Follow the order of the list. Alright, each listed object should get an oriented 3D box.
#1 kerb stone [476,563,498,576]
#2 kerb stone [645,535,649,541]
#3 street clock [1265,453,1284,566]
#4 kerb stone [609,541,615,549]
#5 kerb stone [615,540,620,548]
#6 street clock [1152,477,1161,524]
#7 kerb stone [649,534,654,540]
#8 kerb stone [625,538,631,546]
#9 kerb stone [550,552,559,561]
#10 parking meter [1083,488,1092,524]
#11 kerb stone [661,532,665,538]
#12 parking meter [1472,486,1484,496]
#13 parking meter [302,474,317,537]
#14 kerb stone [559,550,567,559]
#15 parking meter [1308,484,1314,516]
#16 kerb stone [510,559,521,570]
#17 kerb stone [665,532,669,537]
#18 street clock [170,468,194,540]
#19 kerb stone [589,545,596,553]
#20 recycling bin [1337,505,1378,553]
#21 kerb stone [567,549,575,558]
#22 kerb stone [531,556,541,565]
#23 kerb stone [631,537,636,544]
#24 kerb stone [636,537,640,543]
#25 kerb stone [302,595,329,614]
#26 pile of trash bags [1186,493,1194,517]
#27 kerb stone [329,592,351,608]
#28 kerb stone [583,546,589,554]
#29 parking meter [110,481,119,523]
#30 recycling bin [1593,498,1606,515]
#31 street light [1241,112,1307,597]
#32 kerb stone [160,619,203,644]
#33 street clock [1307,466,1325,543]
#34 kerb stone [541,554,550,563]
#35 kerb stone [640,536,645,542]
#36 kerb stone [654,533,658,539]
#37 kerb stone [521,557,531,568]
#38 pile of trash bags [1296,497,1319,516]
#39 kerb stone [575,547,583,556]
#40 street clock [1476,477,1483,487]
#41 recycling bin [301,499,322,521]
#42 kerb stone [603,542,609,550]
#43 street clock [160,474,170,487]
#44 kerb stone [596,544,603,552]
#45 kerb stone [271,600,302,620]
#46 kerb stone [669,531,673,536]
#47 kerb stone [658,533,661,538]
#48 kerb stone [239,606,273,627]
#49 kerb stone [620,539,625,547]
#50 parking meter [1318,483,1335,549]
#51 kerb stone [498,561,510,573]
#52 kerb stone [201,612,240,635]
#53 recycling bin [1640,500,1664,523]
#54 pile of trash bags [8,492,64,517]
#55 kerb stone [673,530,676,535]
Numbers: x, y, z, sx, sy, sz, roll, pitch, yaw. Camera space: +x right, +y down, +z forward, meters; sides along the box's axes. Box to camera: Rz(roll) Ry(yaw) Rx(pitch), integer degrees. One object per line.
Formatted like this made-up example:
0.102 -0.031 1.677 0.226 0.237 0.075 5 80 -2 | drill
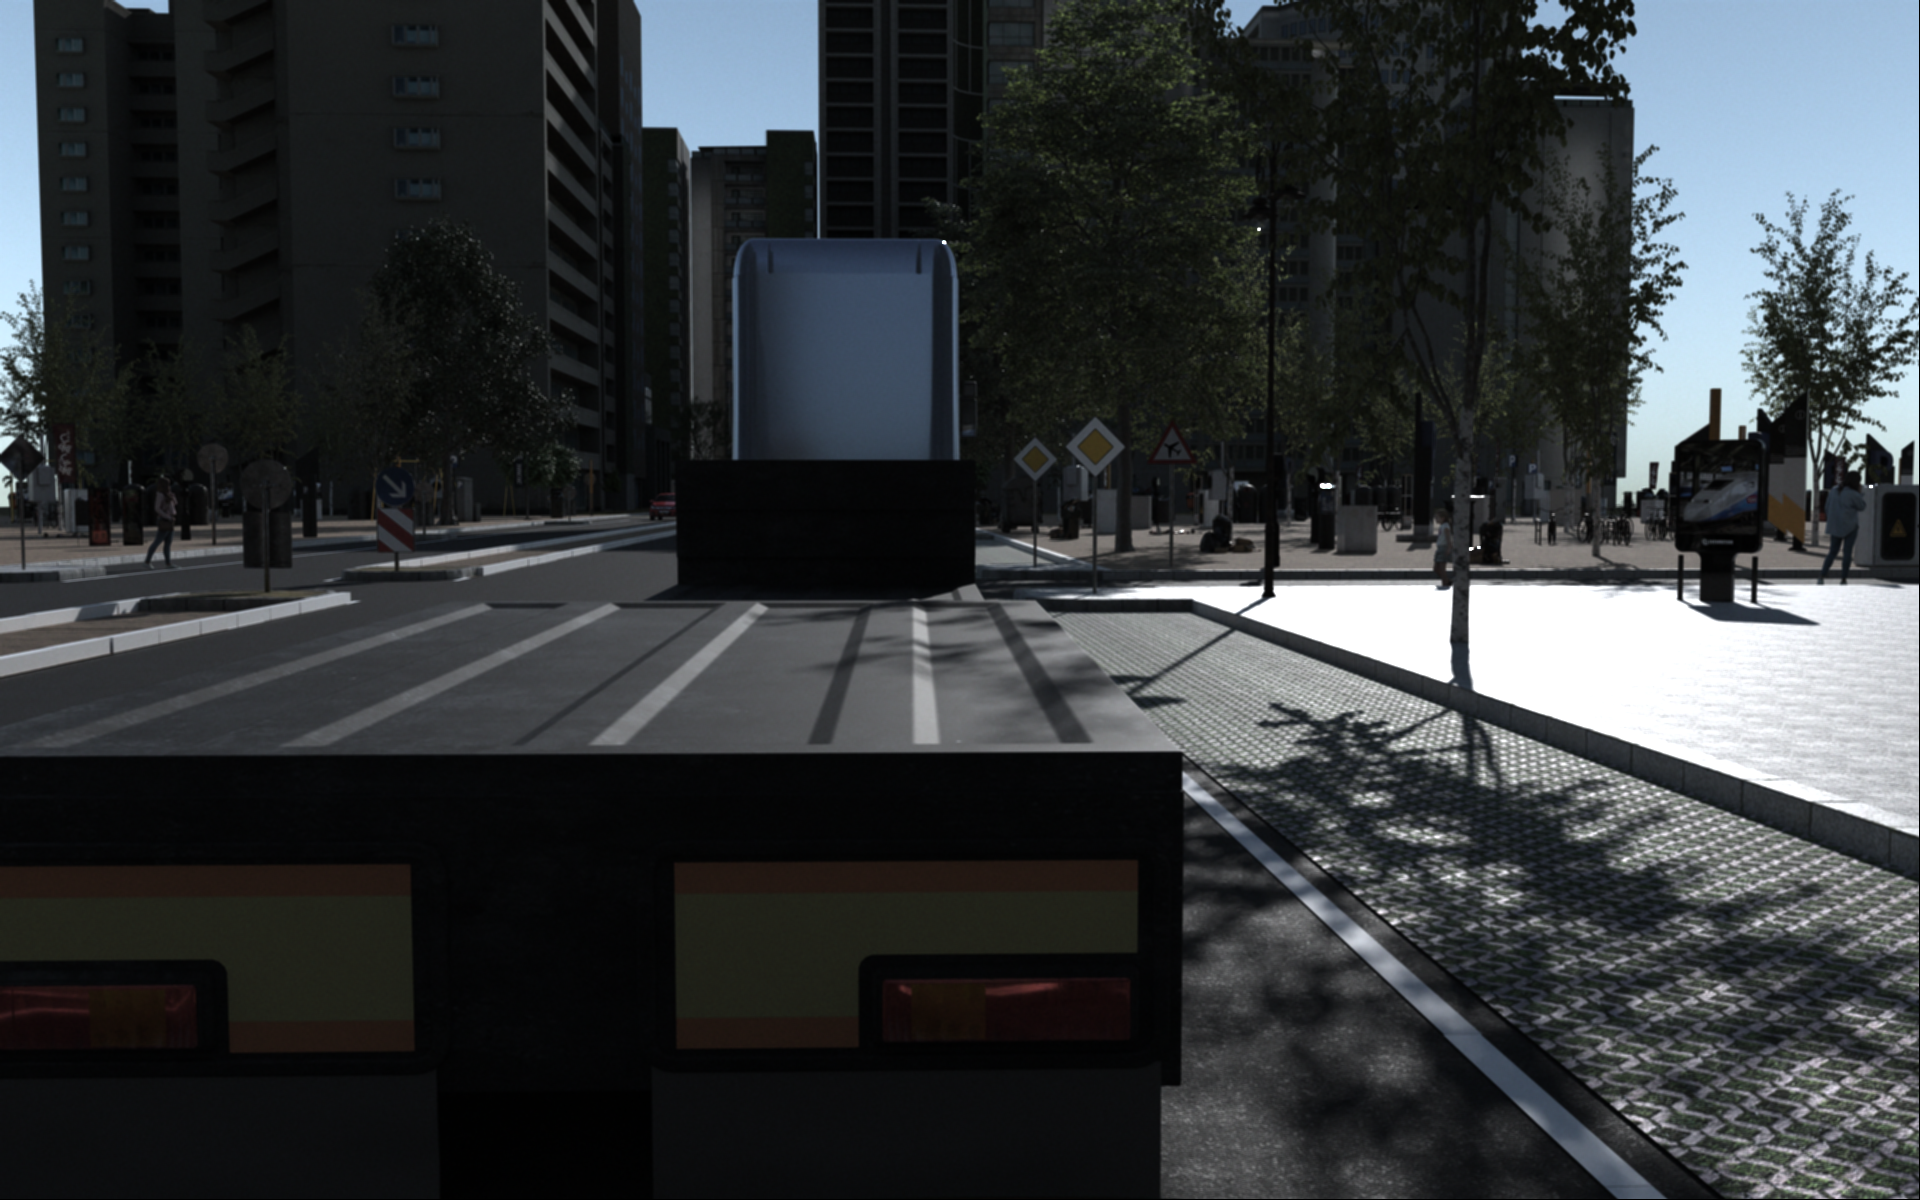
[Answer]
-8.447 -0.531 30.870 0.120 0.150 1.000 0 4 -3 | kerb stone
-9.596 -1.844 52.384 0.120 0.150 1.000 0 4 -3 | kerb stone
5.576 -1.601 30.748 0.358 2.002 0.471 0 4 -2 | street clock
-9.218 -1.407 45.202 0.120 0.150 1.000 0 4 -3 | kerb stone
-9.272 -1.470 46.226 0.120 0.150 1.000 0 4 -3 | kerb stone
8.346 -4.226 73.671 0.358 2.002 0.471 2 4 27 | street clock
-9.652 -1.907 53.405 0.120 0.150 1.000 0 4 -3 | kerb stone
-9.376 -1.595 48.278 0.120 0.150 1.000 0 4 -3 | kerb stone
-8.774 -0.906 37.010 0.120 0.150 1.000 0 4 -3 | kerb stone
5.464 -4.014 74.037 0.372 1.533 0.369 0 3 0 | parking meter
-9.818 -2.097 56.477 0.120 0.150 1.000 0 4 -3 | kerb stone
17.336 -3.031 57.975 0.372 1.533 0.369 0 3 0 | parking meter
-19.312 -2.795 51.402 0.399 1.863 0.255 2 4 32 | parking meter
-8.843 -0.969 38.039 0.120 0.150 1.000 0 4 -3 | kerb stone
20.203 -5.739 99.539 0.399 1.863 0.255 -3 5 -43 | parking meter
-8.564 -0.656 32.923 0.120 0.150 1.000 0 4 -3 | kerb stone
-9.868 -2.157 57.512 0.120 0.150 1.000 0 4 -3 | kerb stone
-21.569 -2.669 48.201 0.358 2.002 0.471 3 4 36 | street clock
-9.054 -1.215 42.137 0.120 0.150 1.000 0 4 -3 | kerb stone
8.773 -1.573 38.267 0.722 1.027 0.722 0 4 -3 | recycling bin
-8.896 -1.027 39.063 0.120 0.150 1.000 0 4 -3 | kerb stone
-8.667 -0.781 34.965 0.120 0.150 1.000 0 4 -3 | kerb stone
-9.437 -1.658 49.311 0.120 0.150 1.000 0 4 -3 | kerb stone
-9.493 -1.717 50.332 0.120 0.150 1.000 0 4 -3 | kerb stone
-7.934 0.067 21.104 0.120 0.150 1.000 0 4 -3 | kerb stone
14.564 -5.489 99.497 3.447 1.369 1.912 -1 4 -19 | pile of trash bags
-7.994 0.006 22.124 0.120 0.150 1.000 0 4 -3 | kerb stone
-8.999 -1.157 41.116 0.120 0.150 1.000 0 4 -3 | kerb stone
-38.156 -4.433 78.197 0.255 1.863 0.399 -3 5 -40 | parking meter
38.651 -5.631 104.627 0.722 1.027 0.722 1 4 22 | recycling bin
3.851 -2.975 21.423 0.468 5.910 1.993 0 4 -3 | street light
-7.717 0.317 17.012 0.120 0.150 1.000 0 4 -3 | kerb stone
9.267 -2.479 45.099 0.358 2.002 0.471 -2 4 -27 | street clock
-8.718 -0.835 35.990 0.120 0.150 1.000 0 4 -3 | kerb stone
-9.540 -1.784 51.358 0.120 0.150 1.000 0 4 -3 | kerb stone
-9.702 -1.971 54.425 0.120 0.150 1.000 0 4 -3 | kerb stone
-8.622 -0.719 33.944 0.120 0.150 1.000 0 4 -3 | kerb stone
19.742 -5.634 101.868 3.447 1.369 1.912 -2 4 -33 | pile of trash bags
-8.941 -1.095 40.094 0.120 0.150 1.000 0 4 -3 | kerb stone
22.554 -4.335 75.446 0.358 2.002 0.471 -1 4 -18 | street clock
-30.984 -4.293 82.738 0.722 1.027 0.722 1 4 9 | recycling bin
-9.158 -1.343 44.182 0.120 0.150 1.000 0 4 -3 | kerb stone
-28.410 -3.511 61.971 0.358 2.002 0.471 -3 5 -41 | street clock
-9.098 -1.282 43.161 0.120 0.150 1.000 0 4 -3 | kerb stone
-7.881 0.130 20.078 0.120 0.150 1.000 0 4 -3 | kerb stone
-9.918 -2.223 58.533 0.120 0.150 1.000 0 4 -3 | kerb stone
-9.763 -2.034 55.446 0.120 0.150 1.000 0 4 -3 | kerb stone
-7.825 0.192 19.057 0.120 0.150 1.000 0 4 -3 | kerb stone
-9.332 -1.532 47.246 0.120 0.150 1.000 0 4 -3 | kerb stone
8.540 -1.951 40.302 0.372 1.533 0.369 0 3 0 | parking meter
-8.504 -0.590 31.891 0.120 0.150 1.000 0 4 -3 | kerb stone
-7.771 0.255 18.037 0.120 0.150 1.000 0 4 -3 | kerb stone
30.463 -3.894 76.218 0.722 1.027 0.722 -3 4 -39 | recycling bin
-51.290 -5.257 95.700 3.447 1.369 1.912 1 4 22 | pile of trash bags
-9.976 -2.276 59.555 0.120 0.150 1.000 0 4 -3 | kerb stone
